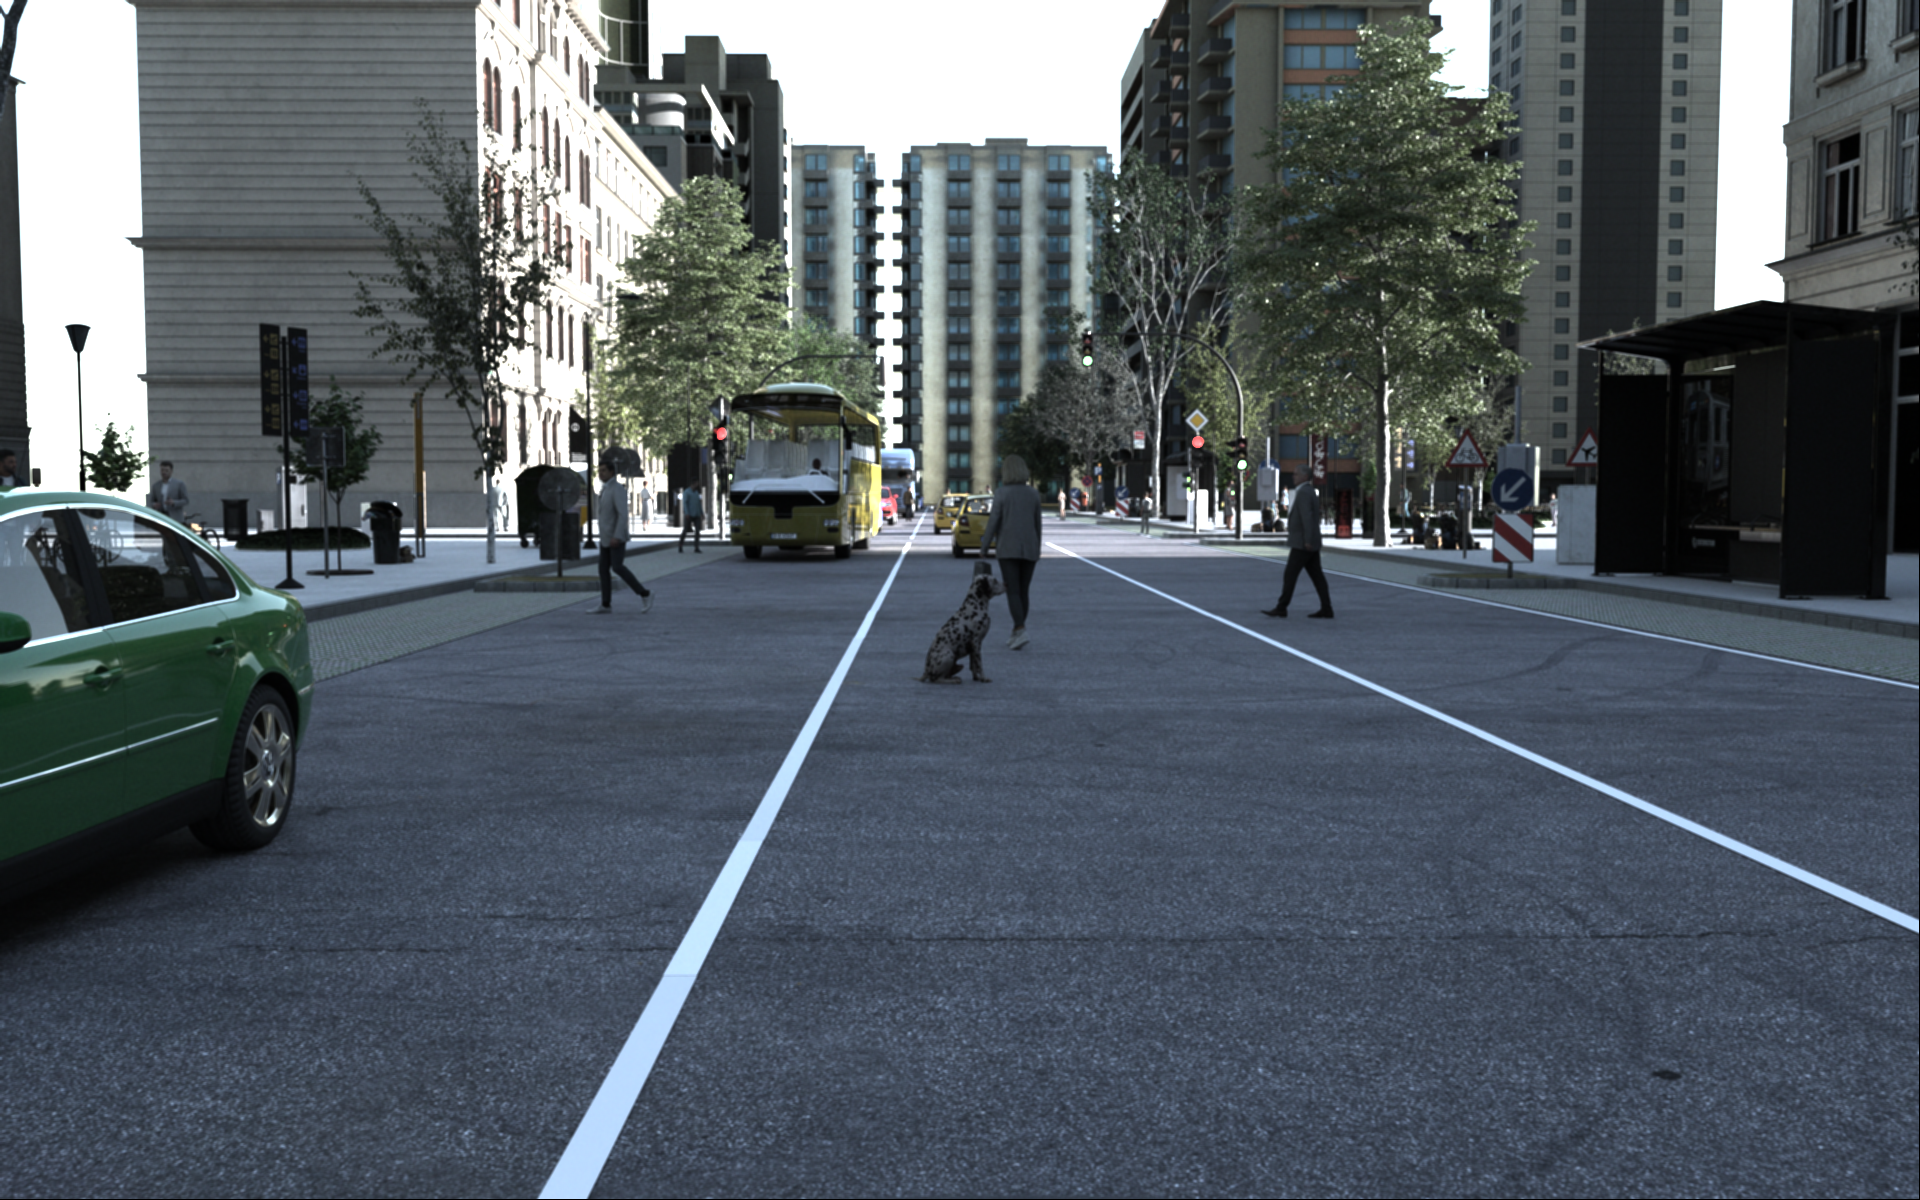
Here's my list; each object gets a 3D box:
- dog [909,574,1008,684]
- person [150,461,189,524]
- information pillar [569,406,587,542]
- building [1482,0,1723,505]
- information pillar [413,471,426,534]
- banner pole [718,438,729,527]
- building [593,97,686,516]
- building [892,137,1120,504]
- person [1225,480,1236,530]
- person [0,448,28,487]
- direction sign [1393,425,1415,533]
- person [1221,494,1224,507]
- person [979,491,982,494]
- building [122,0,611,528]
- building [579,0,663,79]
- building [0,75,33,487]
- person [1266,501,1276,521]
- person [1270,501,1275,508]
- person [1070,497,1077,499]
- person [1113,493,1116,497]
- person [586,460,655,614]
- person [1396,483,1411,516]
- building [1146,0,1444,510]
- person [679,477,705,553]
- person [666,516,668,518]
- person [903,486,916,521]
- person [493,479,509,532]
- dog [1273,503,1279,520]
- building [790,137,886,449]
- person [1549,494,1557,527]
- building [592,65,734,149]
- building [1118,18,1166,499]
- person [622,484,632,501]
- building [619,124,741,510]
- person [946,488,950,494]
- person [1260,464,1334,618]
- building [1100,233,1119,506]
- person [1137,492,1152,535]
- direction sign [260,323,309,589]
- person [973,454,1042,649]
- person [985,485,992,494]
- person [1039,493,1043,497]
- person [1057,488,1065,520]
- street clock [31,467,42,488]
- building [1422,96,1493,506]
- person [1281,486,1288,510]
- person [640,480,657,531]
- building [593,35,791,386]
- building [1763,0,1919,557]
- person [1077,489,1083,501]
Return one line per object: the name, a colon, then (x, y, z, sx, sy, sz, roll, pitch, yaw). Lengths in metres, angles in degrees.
dog: (-0.095, 0.216, 13.297, 0.800, 0.831, 0.513, 2, 4, 29)
person: (-12.359, -1.268, 26.982, 0.606, 1.804, 0.583, 0, 4, -2)
information pillar: (-10.208, -3.360, 46.297, 0.504, 3.616, 0.183, -3, 4, -38)
building: (68.235, -45.931, 189.228, 20.611, 71.187, 20.563, 0, 4, -1)
information pillar: (-17.567, -3.168, 56.292, 0.304, 2.012, 0.304, -2, 4, -30)
banner pole: (-9.246, -4.795, 68.414, 0.863, 3.779, 0.401, 2, 4, 27)
building: (-26.188, -16.451, 102.259, 16.112, 22.955, 30.059, 0, 4, -1)
building: (6.108, -37.654, 235.246, 30.456, 49.044, 23.786, 0, 4, -1)
person: (9.592, -3.344, 61.072, 0.532, 1.782, 0.716, 1, 4, 16)
person: (-11.384, -0.902, 20.784, 0.794, 1.824, 0.713, -2, 4, -31)
direction sign: (14.486, -3.949, 56.561, 0.876, 3.537, 0.379, -2, 4, -29)
person: (18.824, -6.939, 119.719, 1.509, 1.804, 0.699, 1, 4, 13)
person: (2.442, -11.452, 196.258, 0.721, 1.766, 1.217, 1, 4, 20)
building: (-24.183, -17.613, 75.357, 14.401, 28.519, 23.554, 0, 4, -1)
building: (-51.162, -48.497, 231.180, 20.611, 71.187, 20.563, 0, 4, -1)
building: (-48.162, -13.391, 68.097, 18.267, 20.994, 9.793, 0, 4, -1)
person: (14.876, -4.690, 83.077, 0.623, 1.781, 0.721, 2, 4, 26)
person: (16.697, -5.310, 92.967, 0.679, 1.850, 0.850, 1, 4, 13)
person: (11.722, -10.267, 174.627, 1.217, 1.735, 0.721, -1, 4, -16)
person: (16.536, -10.600, 182.536, 0.628, 1.438, 0.799, 1, 4, 20)
person: (-4.098, -0.763, 20.819, 0.795, 1.843, 0.661, -2, 4, -28)
person: (20.325, -4.487, 79.386, 0.713, 1.824, 0.794, 1, 4, 20)
building: (27.936, -30.179, 148.057, 22.147, 44.769, 28.867, 0, 4, -1)
person: (-6.506, -2.056, 41.984, 0.638, 1.841, 0.748, -3, 5, -41)
person: (-15.633, -5.386, 94.278, 0.721, 1.800, 0.419, 0, 4, 5)
person: (-2.663, -5.049, 90.968, 0.656, 1.842, 0.836, 0, 4, -6)
person: (-15.660, -3.227, 58.906, 0.635, 1.810, 0.391, -1, 4, -20)
dog: (15.739, -4.376, 85.919, 0.800, 0.831, 0.513, -3, 5, -39)
building: (-25.271, -37.631, 234.878, 30.456, 49.044, 23.786, 0, 4, -1)
person: (23.293, -3.524, 67.935, 0.425, 1.301, 0.394, 3, 5, 39)
building: (-34.112, -28.483, 157.573, 32.217, 40.220, 23.993, 0, 4, -1)
building: (27.782, -33.684, 174.432, 21.300, 48.544, 21.600, 0, 4, -1)
person: (-17.370, -5.104, 89.473, 0.713, 1.824, 0.794, 2, 4, 33)
building: (-25.409, -22.461, 138.931, 14.160, 30.474, 14.107, 0, 4, -1)
person: (-0.541, -4.354, 80.684, 0.512, 1.701, 0.522, -1, 4, -20)
person: (3.909, -0.681, 20.035, 0.834, 1.777, 0.661, 1, 4, 11)
building: (22.438, -25.788, 193.336, 14.160, 30.474, 14.107, 0, 4, -1)
person: (6.525, -3.054, 61.036, 0.523, 1.515, 0.503, 2, 4, 25)
direction sign: (-9.123, -1.925, 23.467, 0.379, 3.537, 0.876, 1, 4, 20)
person: (0.455, -0.455, 16.120, 0.709, 1.800, 0.728, -1, 4, -19)
person: (1.155, -3.920, 72.700, 0.767, 1.812, 0.694, 1, 4, 9)
person: (8.117, -10.713, 181.906, 1.217, 1.736, 0.721, 0, 4, 0)
person: (5.525, -5.242, 94.554, 0.599, 1.781, 0.374, -3, 5, -40)
street clock: (-25.139, -2.607, 47.191, 0.358, 2.002, 0.471, -2, 4, -31)
building: (49.442, -33.166, 192.370, 14.200, 45.320, 14.600, 0, 4, -1)
person: (20.789, -6.383, 110.496, 0.616, 1.811, 0.778, -2, 4, -25)
person: (-10.690, -3.228, 59.393, 0.480, 1.755, 0.524, 1, 4, 19)
building: (-29.747, -34.535, 188.344, 21.600, 48.544, 21.300, 0, 4, -1)
building: (26.617, -11.784, 25.946, 16.112, 22.955, 30.059, 0, 4, -1)
person: (11.374, -9.682, 164.444, 1.348, 1.812, 0.705, 0, 4, 6)
